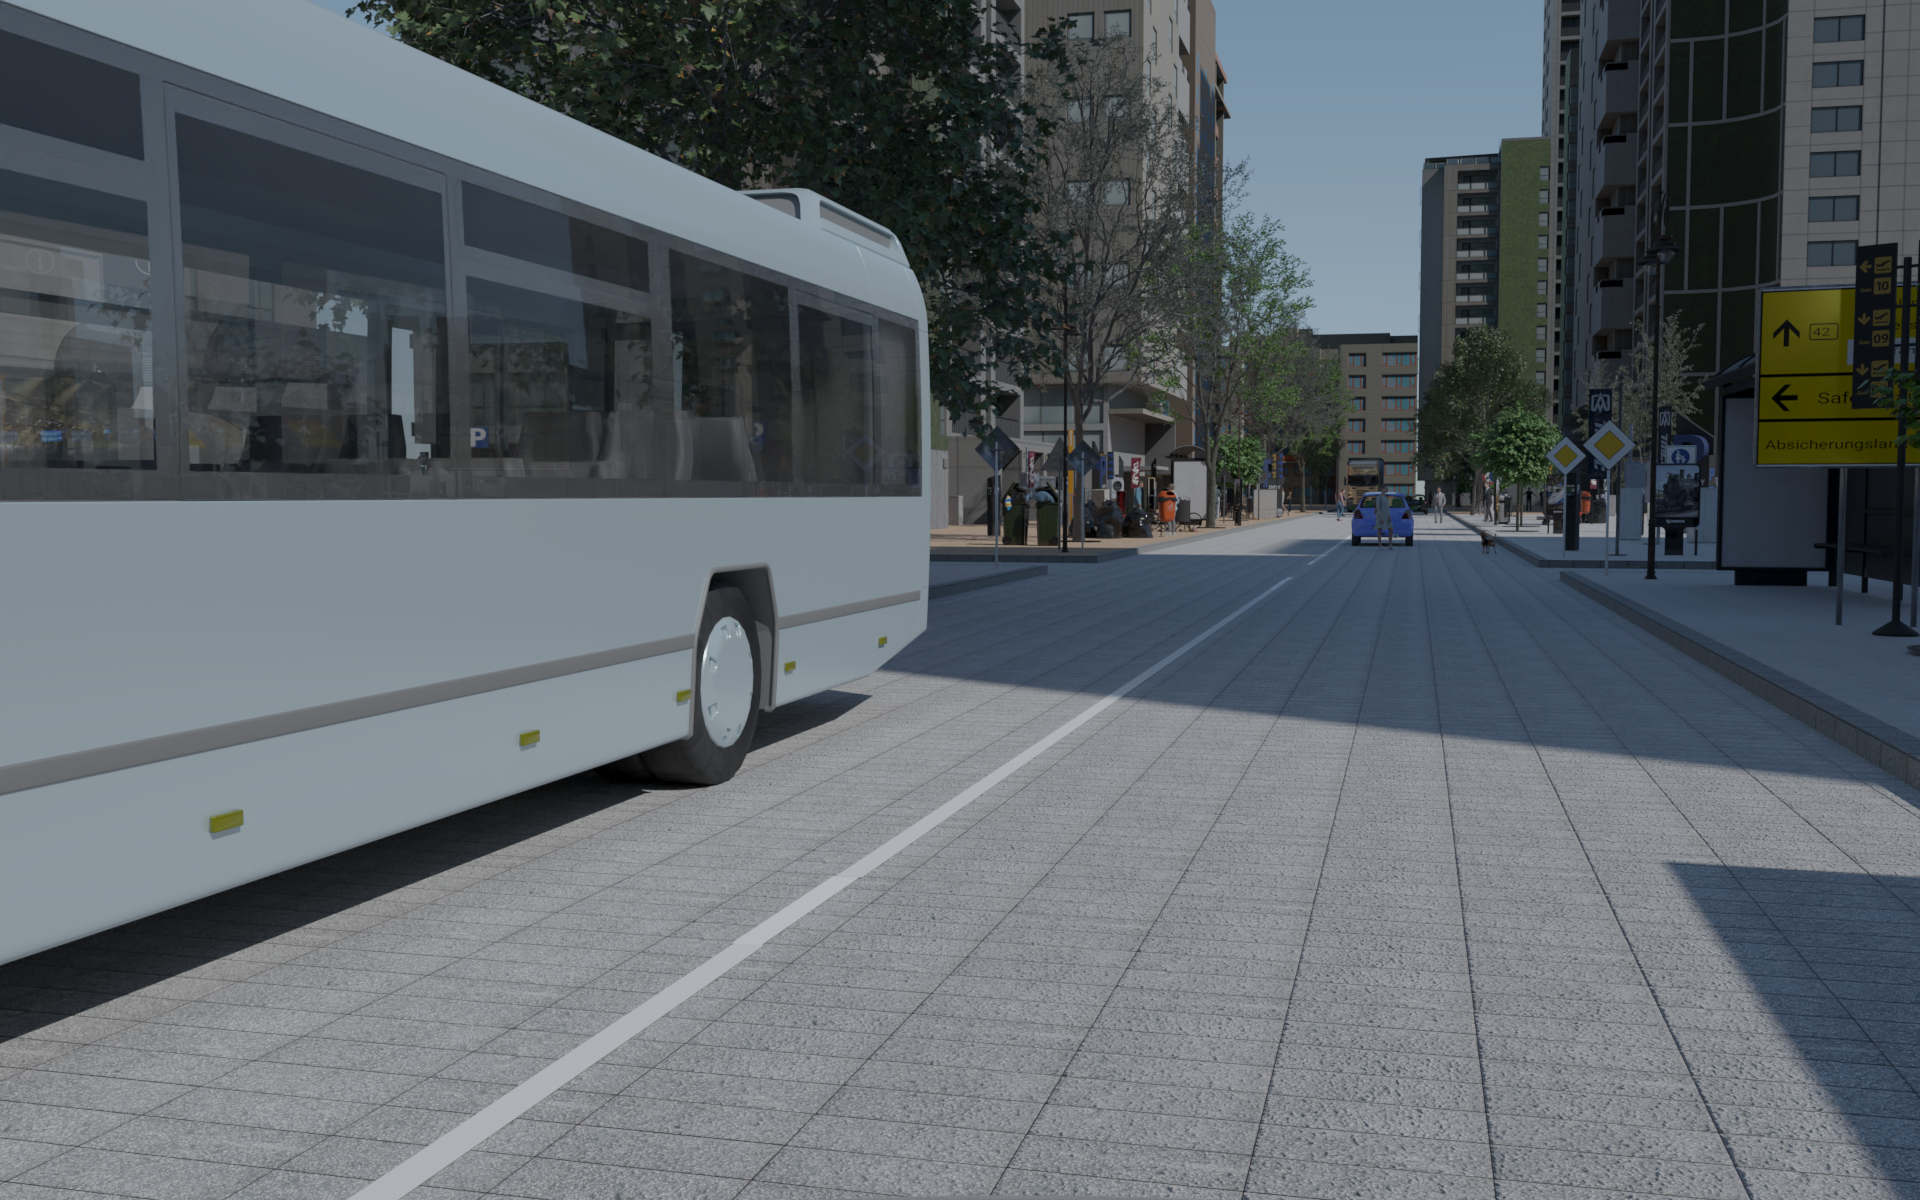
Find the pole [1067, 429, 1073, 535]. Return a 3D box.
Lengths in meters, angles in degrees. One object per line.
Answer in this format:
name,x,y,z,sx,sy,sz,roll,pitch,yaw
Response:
pole,3.491,-3.725,54.741,0.158,3.312,0.155,0,3,0

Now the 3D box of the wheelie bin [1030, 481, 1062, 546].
wheelie bin,2.173,-2.134,42.798,0.693,1.594,0.980,0,4,6

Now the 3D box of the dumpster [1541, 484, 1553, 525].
dumpster,24.630,-4.005,71.244,1.264,1.857,1.865,1,4,15

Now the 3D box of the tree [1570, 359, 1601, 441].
tree,34.696,-8.711,92.782,4.360,8.622,3.978,0,3,0

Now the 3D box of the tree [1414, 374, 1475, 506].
tree,51.789,-16.693,179.579,9.857,13.997,8.962,0,3,0

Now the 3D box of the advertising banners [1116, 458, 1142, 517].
advertising banners,7.693,-5.311,83.018,2.074,3.025,0.090,0,4,-8

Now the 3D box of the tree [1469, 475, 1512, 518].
tree,28.779,-6.024,93.087,1.663,3.219,1.824,0,3,0

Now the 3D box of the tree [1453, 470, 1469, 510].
tree,39.927,-8.771,138.013,1.663,3.219,1.824,0,3,0

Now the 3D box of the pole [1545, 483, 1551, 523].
pole,26.326,-5.114,77.453,0.158,3.312,0.155,0,3,0

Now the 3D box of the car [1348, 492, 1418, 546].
car,11.966,-2.410,48.989,1.945,1.707,3.694,1,4,14

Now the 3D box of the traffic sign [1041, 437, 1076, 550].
traffic sign,2.263,-2.409,39.386,0.884,2.594,0.081,1,4,17

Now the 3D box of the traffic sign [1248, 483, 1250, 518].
traffic sign,15.167,-5.550,90.851,0.768,2.556,0.104,1,4,21

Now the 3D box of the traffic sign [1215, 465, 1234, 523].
traffic sign,11.775,-4.722,77.210,0.884,2.594,0.081,1,4,22

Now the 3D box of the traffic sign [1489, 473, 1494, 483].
traffic sign,26.171,-5.158,84.440,0.768,2.556,0.104,1,4,20

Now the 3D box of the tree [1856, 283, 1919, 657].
tree,8.177,-1.157,13.515,1.663,3.219,1.824,0,3,0

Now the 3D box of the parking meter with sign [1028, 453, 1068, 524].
parking meter with sign,3.735,-4.755,74.011,1.738,3.016,0.543,0,4,-5

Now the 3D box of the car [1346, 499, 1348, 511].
car,33.779,-8.416,147.184,1.945,1.707,3.694,1,4,13

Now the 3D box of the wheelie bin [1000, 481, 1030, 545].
wheelie bin,1.416,-2.172,43.412,0.693,1.594,0.980,1,4,14

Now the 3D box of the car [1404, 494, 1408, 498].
car,39.324,-8.879,153.964,1.959,1.807,4.718,1,4,16

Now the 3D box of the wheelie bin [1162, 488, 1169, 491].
wheelie bin,10.258,-4.703,84.800,0.980,1.594,0.693,-1,4,-16

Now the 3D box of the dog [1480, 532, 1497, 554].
dog,12.691,-1.367,41.635,0.540,0.507,0.406,3,4,37

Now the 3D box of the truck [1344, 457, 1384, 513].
truck,31.599,-8.934,134.990,2.839,4.237,11.283,1,4,15

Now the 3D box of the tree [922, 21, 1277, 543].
tree,3.204,-8.271,45.593,12.009,13.543,11.850,0,3,0

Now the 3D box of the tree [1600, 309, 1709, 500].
tree,28.118,-7.318,70.008,4.360,8.622,3.978,0,3,0

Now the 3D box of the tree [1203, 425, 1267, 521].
tree,13.053,-6.049,82.607,4.285,4.588,4.351,0,3,0

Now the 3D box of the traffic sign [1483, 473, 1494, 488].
traffic sign,27.736,-5.537,90.631,0.768,2.556,0.104,1,4,22

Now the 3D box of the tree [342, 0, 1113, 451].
tree,-2.866,-6.295,19.932,9.611,12.733,9.660,0,3,0

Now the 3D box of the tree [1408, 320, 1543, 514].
tree,34.405,-12.050,114.023,9.611,12.733,9.660,0,3,0

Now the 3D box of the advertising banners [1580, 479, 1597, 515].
advertising banners,31.135,-5.534,86.676,2.074,3.025,0.090,-1,4,-22

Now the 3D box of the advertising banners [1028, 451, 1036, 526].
advertising banners,2.500,-4.523,70.138,0.090,3.025,2.074,3,4,36

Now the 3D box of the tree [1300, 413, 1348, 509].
tree,33.766,-12.873,160.833,4.360,8.622,3.978,0,3,0

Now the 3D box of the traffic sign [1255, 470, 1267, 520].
traffic sign,14.682,-5.199,85.106,0.768,2.556,0.104,1,4,17

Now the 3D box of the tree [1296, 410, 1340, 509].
tree,30.109,-12.041,147.233,4.737,8.622,4.395,0,3,0

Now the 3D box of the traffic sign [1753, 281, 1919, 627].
traffic sign,8.905,-1.398,16.734,2.265,3.308,0.079,2,4,23

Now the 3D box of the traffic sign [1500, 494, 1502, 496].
traffic sign,30.335,-5.932,97.098,0.768,2.556,0.104,2,4,24

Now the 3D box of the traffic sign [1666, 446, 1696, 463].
traffic sign,15.173,-2.104,36.524,0.606,2.300,0.079,2,4,24

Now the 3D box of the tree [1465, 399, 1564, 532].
tree,19.110,-4.605,59.009,4.285,4.588,4.351,0,3,0

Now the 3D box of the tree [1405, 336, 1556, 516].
tree,30.686,-10.307,102.937,8.767,10.594,7.601,-1,4,-10

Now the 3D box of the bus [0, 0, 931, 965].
bus,-3.119,-0.665,5.735,2.948,3.499,13.247,1,4,15

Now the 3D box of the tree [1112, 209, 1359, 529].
tree,9.365,-8.473,64.290,9.928,11.665,9.643,0,3,0

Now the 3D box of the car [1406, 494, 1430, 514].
car,32.512,-6.965,123.672,2.009,1.686,4.222,1,4,13
